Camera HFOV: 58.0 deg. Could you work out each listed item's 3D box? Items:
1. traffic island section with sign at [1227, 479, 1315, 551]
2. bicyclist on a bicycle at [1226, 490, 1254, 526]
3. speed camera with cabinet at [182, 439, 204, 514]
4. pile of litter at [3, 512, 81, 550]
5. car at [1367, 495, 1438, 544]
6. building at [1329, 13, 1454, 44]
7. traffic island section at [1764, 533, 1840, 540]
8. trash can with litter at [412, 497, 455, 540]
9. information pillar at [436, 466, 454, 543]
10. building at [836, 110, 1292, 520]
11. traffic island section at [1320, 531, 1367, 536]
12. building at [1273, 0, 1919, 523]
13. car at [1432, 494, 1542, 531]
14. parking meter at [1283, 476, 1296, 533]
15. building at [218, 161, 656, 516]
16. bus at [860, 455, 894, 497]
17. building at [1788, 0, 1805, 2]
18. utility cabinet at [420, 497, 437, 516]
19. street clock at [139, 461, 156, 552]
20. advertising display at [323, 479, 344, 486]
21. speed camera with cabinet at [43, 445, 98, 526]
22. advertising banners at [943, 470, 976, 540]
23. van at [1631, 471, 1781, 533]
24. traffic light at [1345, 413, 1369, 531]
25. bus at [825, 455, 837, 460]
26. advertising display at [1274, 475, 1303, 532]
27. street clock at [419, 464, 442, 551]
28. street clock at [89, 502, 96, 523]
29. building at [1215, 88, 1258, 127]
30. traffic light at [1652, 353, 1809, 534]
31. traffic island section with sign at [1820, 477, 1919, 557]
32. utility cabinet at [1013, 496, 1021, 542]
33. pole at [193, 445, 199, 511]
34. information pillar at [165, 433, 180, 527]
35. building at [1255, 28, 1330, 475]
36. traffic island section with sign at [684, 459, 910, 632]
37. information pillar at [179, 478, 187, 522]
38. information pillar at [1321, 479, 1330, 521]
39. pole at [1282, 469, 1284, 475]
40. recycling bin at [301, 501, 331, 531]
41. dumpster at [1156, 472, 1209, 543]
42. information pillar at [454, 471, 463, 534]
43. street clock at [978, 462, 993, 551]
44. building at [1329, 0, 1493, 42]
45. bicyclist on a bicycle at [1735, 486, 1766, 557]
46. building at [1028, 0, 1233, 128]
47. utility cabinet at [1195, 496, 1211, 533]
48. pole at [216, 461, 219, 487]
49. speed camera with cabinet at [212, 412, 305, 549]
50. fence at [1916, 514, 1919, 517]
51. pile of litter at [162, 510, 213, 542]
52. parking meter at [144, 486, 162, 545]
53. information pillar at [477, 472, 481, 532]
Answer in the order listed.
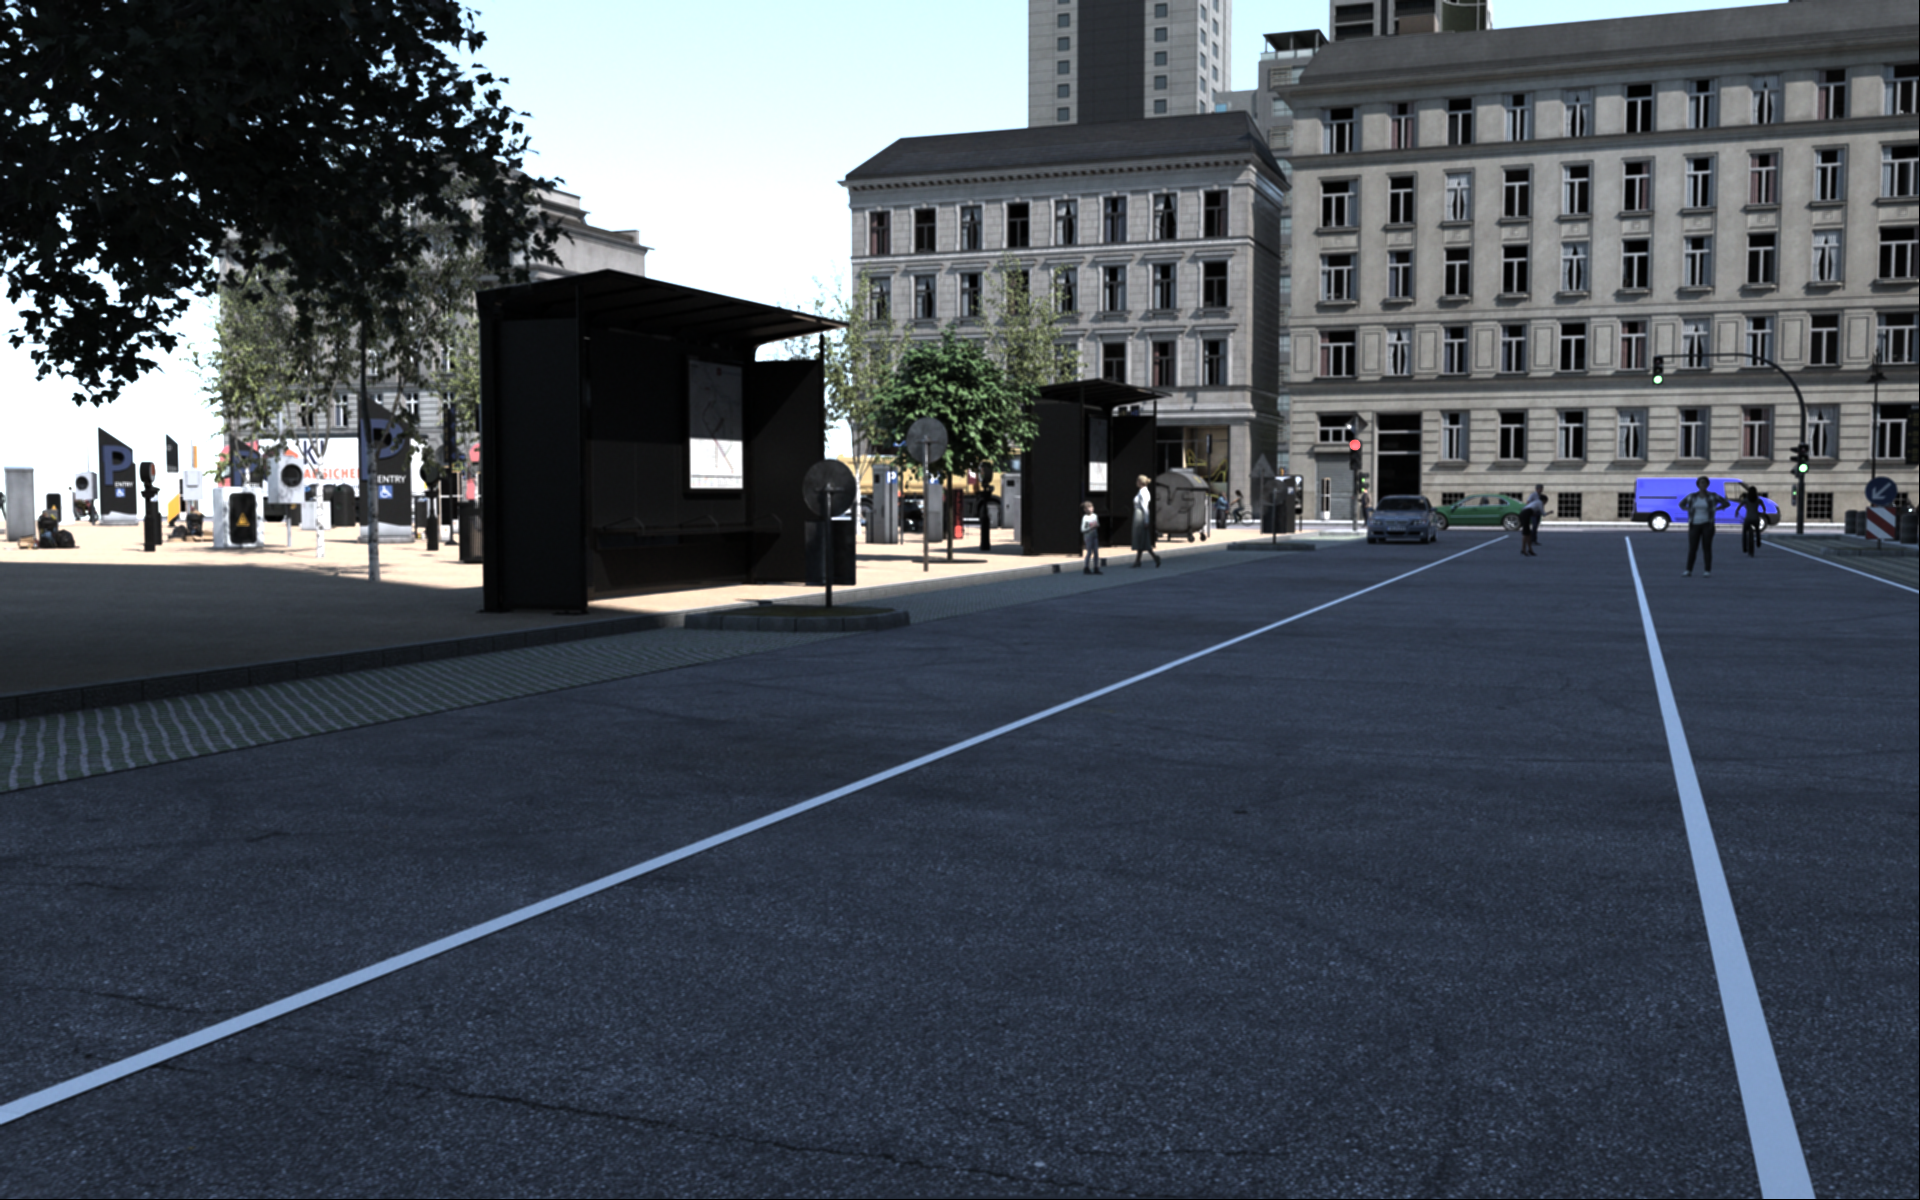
[{"bbox_3d":[8.010,-2.179,44.251,1.989,1.847,2.006,1,4,21],"label":"traffic island section with sign"},{"bbox_3d":[12.434,-4.147,77.829,1.625,1.676,1.499,1,4,21],"label":"bicyclist on a bicycle"},{"bbox_3d":[-26.873,-4.161,62.370,2.038,3.252,0.660,-1,4,-22],"label":"speed camera with cabinet"},{"bbox_3d":[-21.566,-1.632,40.650,1.719,0.858,1.176,-3,4,-36],"label":"pile of litter"},{"bbox_3d":[13.110,-2.397,51.200,2.014,1.417,4.499,1,4,19],"label":"car"},{"bbox_3d":[40.902,-31.654,167.658,14.600,45.320,14.200,1,4,21],"label":"building"},{"bbox_3d":[26.877,-2.025,55.394,2.009,0.180,2.903,1,4,21],"label":"traffic island section"},{"bbox_3d":[-15.157,-2.368,49.774,1.678,1.210,2.233,1,4,19],"label":"trash can with litter"},{"bbox_3d":[-13.678,-2.531,45.878,0.304,2.012,0.304,-2,4,-33],"label":"information pillar"},{"bbox_3d":[-2.987,-14.950,95.349,40.483,20.767,10.553,1,4,21],"label":"building"},{"bbox_3d":[13.746,-2.329,60.359,2.009,0.180,2.903,1,4,21],"label":"traffic island section"},{"bbox_3d":[31.815,-15.416,85.336,30.059,22.955,16.112,1,4,21],"label":"building"},{"bbox_3d":[20.573,-3.491,68.868,4.920,1.459,2.131,1,4,22],"label":"car"},{"bbox_3d":[10.765,-3.119,56.714,0.399,1.863,0.255,0,4,-8],"label":"parking meter"},{"bbox_3d":[-32.677,-16.282,108.010,24.055,21.916,13.314,1,4,21],"label":"building"},{"bbox_3d":[1.726,-5.281,81.197,13.247,3.499,2.948,1,4,20],"label":"bus"},{"bbox_3d":[79.397,-43.303,146.252,20.563,71.187,20.611,1,4,21],"label":"building"},{"bbox_3d":[-30.630,-5.419,99.767,1.020,1.237,0.306,2,4,26],"label":"utility cabinet"},{"bbox_3d":[-18.007,-2.071,38.434,0.358,2.002,0.471,-1,4,-10],"label":"street clock"},{"bbox_3d":[-27.557,-4.334,76.071,0.974,1.923,0.123,-1,4,-20],"label":"advertising display"},{"bbox_3d":[-36.165,-4.653,70.409,2.038,3.252,0.660,0,4,7],"label":"speed camera with cabinet"},{"bbox_3d":[-0.083,-3.227,48.942,0.090,3.025,2.074,3,4,37],"label":"advertising banners"},{"bbox_3d":[28.353,-3.762,65.892,5.245,2.365,2.240,1,4,20],"label":"van"},{"bbox_3d":[13.780,-4.360,60.211,0.839,4.253,0.868,1,4,21],"label":"traffic light"},{"bbox_3d":[-12.274,-5.525,85.193,13.247,3.499,2.948,1,4,22],"label":"bus"},{"bbox_3d":[11.199,-3.294,59.076,0.974,1.923,0.123,1,4,20],"label":"advertising display"},{"bbox_3d":[-11.936,-2.115,39.153,0.471,2.002,0.358,1,4,14],"label":"street clock"},{"bbox_3d":[-38.895,-4.467,77.598,0.471,2.002,0.358,1,4,16],"label":"street clock"},{"bbox_3d":[44.271,-35.557,200.965,30.456,49.044,23.786,1,4,21],"label":"building"},{"bbox_3d":[24.855,-4.968,55.897,4.771,5.953,1.251,1,4,21],"label":"traffic light"},{"bbox_3d":[21.160,-1.933,40.236,1.989,1.847,2.006,1,4,21],"label":"traffic island section with sign"},{"bbox_3d":[1.905,-2.188,46.930,1.020,1.237,0.306,-3,5,-44],"label":"utility cabinet"},{"bbox_3d":[-31.888,-4.796,72.259,0.158,3.312,0.155,0,3,0],"label":"pole"},{"bbox_3d":[-30.327,-4.609,66.705,0.504,3.616,0.183,0,4,7],"label":"information pillar"},{"bbox_3d":[34.462,-28.789,154.302,14.154,41.232,14.086,1,4,21],"label":"building"},{"bbox_3d":[-1.639,-0.622,18.803,1.989,1.847,2.006,1,4,21],"label":"traffic island section with sign"},{"bbox_3d":[-35.580,-4.574,79.274,0.304,2.012,0.304,-2,4,-27],"label":"information pillar"},{"bbox_3d":[17.263,-4.730,81.825,0.304,2.012,0.304,-2,4,-27],"label":"information pillar"},{"bbox_3d":[26.493,-9.076,142.232,0.158,3.312,0.155,0,3,0],"label":"pole"},{"bbox_3d":[-22.595,-2.948,60.761,0.722,1.027,0.722,2,4,25],"label":"recycling bin"},{"bbox_3d":[5.862,-2.486,46.400,1.264,1.857,1.865,1,4,21],"label":"dumpster"},{"bbox_3d":[-16.268,-3.144,55.895,0.304,2.012,0.304,0,4,2],"label":"information pillar"},{"bbox_3d":[0.572,-2.121,39.254,0.358,2.002,0.471,-1,4,-17],"label":"street clock"},{"bbox_3d":[63.430,-49.341,244.977,20.611,71.187,20.563,1,4,21],"label":"building"},{"bbox_3d":[18.163,-1.818,39.745,1.499,1.676,1.625,1,4,21],"label":"bicyclist on a bicycle"},{"bbox_3d":[21.187,-47.291,211.463,20.611,71.187,20.563,1,4,21],"label":"building"},{"bbox_3d":[7.909,-2.827,57.385,0.306,1.237,1.020,3,5,43],"label":"utility cabinet"},{"bbox_3d":[-46.105,-6.964,107.707,0.158,3.312,0.155,0,3,0],"label":"pole"},{"bbox_3d":[-16.600,-2.854,41.002,0.660,3.252,2.038,3,5,40],"label":"speed camera with cabinet"},{"bbox_3d":[28.433,-2.173,50.911,0.278,0.683,2.069,-1,4,-11],"label":"fence"},{"bbox_3d":[-20.534,-1.999,46.650,1.719,0.858,1.176,-1,4,-16],"label":"pile of litter"},{"bbox_3d":[-20.245,-2.144,43.462,0.372,1.533,0.369,0,3,0],"label":"parking meter"},{"bbox_3d":[-16.278,-3.332,58.972,0.304,2.012,0.304,-1,4,-18],"label":"information pillar"}]
